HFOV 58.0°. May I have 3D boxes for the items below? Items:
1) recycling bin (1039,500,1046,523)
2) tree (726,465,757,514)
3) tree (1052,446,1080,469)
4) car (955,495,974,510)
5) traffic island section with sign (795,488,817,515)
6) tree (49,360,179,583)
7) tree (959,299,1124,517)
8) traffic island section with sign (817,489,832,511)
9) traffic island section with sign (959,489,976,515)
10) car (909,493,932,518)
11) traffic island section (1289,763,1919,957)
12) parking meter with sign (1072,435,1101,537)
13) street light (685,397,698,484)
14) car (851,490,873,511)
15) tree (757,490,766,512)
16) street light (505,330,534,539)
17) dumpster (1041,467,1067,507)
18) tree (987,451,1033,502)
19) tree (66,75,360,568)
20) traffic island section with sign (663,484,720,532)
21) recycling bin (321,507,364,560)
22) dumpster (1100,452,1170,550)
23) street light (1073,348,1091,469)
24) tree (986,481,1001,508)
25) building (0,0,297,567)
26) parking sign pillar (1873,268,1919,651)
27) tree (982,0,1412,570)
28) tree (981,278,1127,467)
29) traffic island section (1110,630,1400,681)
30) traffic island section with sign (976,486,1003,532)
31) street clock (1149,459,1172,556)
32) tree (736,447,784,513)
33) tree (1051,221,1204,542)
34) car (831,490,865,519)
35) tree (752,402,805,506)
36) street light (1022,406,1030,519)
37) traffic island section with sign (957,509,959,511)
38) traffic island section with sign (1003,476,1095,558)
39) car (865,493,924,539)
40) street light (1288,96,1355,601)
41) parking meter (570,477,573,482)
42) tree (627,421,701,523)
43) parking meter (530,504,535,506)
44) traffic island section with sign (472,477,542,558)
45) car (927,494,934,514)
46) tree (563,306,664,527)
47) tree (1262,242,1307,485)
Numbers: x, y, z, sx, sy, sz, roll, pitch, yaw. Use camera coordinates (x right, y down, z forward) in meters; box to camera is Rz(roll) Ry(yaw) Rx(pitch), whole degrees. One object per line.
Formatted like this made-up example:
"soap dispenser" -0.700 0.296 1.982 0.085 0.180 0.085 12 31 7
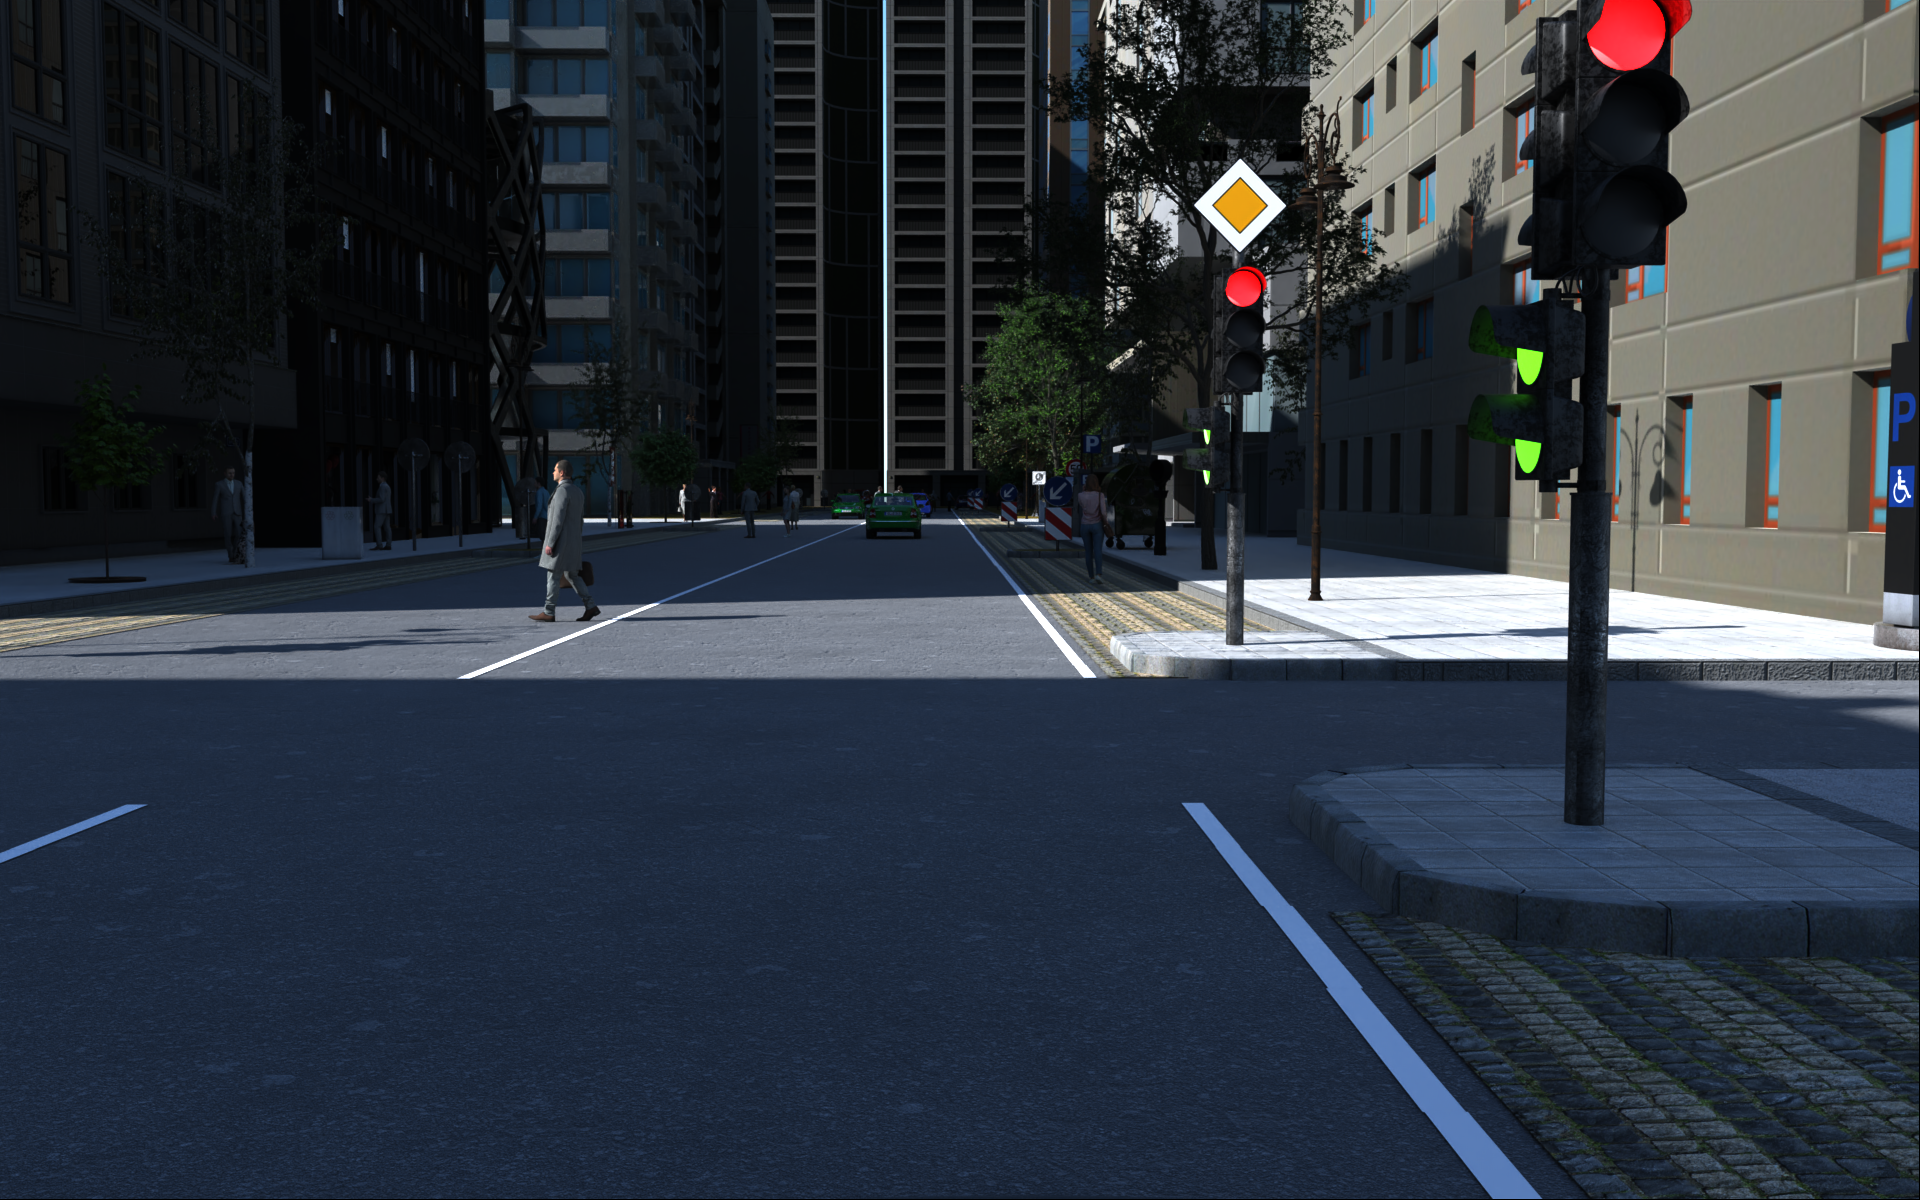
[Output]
"recycling bin" 3.979 -3.974 77.534 0.722 1.027 0.722 1 4 21
"tree" -14.387 -7.214 112.549 1.663 3.219 1.824 0 3 0
"tree" 4.588 -4.607 69.931 1.663 3.219 1.824 0 3 0
"car" 0.421 -8.765 155.890 1.945 1.354 3.894 0 4 -2
"traffic island section with sign" -10.917 -6.649 117.341 1.989 1.847 2.006 0 4 -1
"tree" -12.435 -1.868 25.148 1.663 3.219 1.824 0 3 0
"tree" 4.586 -11.096 98.428 9.611 12.733 9.660 0 3 0
"traffic island section with sign" -11.239 -8.298 144.295 1.989 1.847 2.006 0 4 -1
"traffic island section with sign" 1.114 -6.598 116.498 1.989 1.847 2.006 0 4 -1
"car" -2.669 -5.903 106.101 1.945 1.707 3.694 0 4 -2
"traffic island section" 2.459 0.949 6.767 2.009 0.180 2.903 0 4 -1
"parking meter with sign" 3.681 -3.384 51.592 0.543 3.016 1.738 -1 4 -12
"street light" -12.840 -6.742 83.025 0.468 5.910 1.993 0 4 -1
"car" -8.598 -8.585 149.032 2.281 1.827 5.304 0 3 0
"tree" -14.681 -7.980 125.077 1.663 3.219 1.824 0 3 0
"street light" -12.385 -4.653 48.858 0.468 5.910 1.993 0 4 -1
"dumpster" 3.796 -3.756 63.908 1.502 2.255 1.985 0 4 -1
"tree" 3.771 -8.825 127.998 4.285 4.588 4.351 0 3 0
"tree" -12.628 -4.868 29.950 4.360 8.622 3.978 0 3 0
"traffic island section with sign" -10.296 -3.550 66.671 1.989 1.847 2.006 0 4 -1
"recycling bin" -12.186 -1.323 34.185 0.722 1.027 0.722 -1 4 -14
"dumpster" 4.091 -2.327 40.546 1.502 2.255 1.985 0 4 -1
"street light" 3.852 -5.021 54.874 0.468 5.910 1.993 0 4 -1
"tree" 3.200 -10.288 162.813 1.663 3.219 1.824 0 3 0
"building" -22.269 -14.359 28.281 14.314 27.812 24.014 0 4 -1
"parking sign pillar" 8.439 -1.582 14.342 1.447 3.967 1.447 0 4 -3
"tree" 3.903 -5.791 29.093 7.601 10.594 8.767 -1 4 -13
"tree" 4.582 -9.648 83.501 9.928 11.665 9.643 0 3 0
"traffic island section" 2.361 0.461 14.751 2.009 0.180 2.903 0 4 -1
"traffic island section with sign" 1.735 -3.527 66.301 1.989 1.847 2.006 0 4 -1
"street clock" 4.192 -1.936 36.216 0.358 2.002 0.471 -3 4 -37
"tree" -13.883 -8.361 120.420 4.285 4.588 4.351 0 3 0
"tree" 4.766 -5.870 46.337 4.360 8.622 3.978 0 3 0
"car" -6.389 -5.528 99.183 1.959 1.807 4.718 0 4 -1
"tree" -14.117 -11.410 136.909 4.737 8.622 4.395 0 3 0
"street light" 3.434 -7.110 89.042 0.468 5.910 1.993 0 4 -1
"traffic island section with sign" 0.786 -8.246 143.452 1.989 1.847 2.006 0 4 -1
"traffic island section with sign" 2.070 -1.879 39.348 1.989 1.847 2.006 0 4 -1
"car" -2.147 -2.938 56.830 1.959 1.807 4.718 0 4 -1
"street light" 4.287 -2.931 20.707 0.468 5.910 1.993 0 4 -1
"parking meter" -13.212 -3.232 58.553 0.255 1.863 0.399 0 4 -5
"tree" -13.214 -5.741 77.578 4.285 4.588 4.351 0 3 0
"parking meter" -12.579 -2.604 50.990 0.372 1.533 0.369 0 3 0
"traffic island section with sign" -9.963 -1.902 39.718 1.989 1.847 2.006 0 4 -1
"car" -2.963 -7.182 126.467 2.155 1.783 4.494 0 4 1
"tree" -13.849 -7.223 68.464 4.360 8.622 3.978 0 3 0
"tree" 10.234 -5.986 48.229 4.360 8.622 3.978 0 3 0
